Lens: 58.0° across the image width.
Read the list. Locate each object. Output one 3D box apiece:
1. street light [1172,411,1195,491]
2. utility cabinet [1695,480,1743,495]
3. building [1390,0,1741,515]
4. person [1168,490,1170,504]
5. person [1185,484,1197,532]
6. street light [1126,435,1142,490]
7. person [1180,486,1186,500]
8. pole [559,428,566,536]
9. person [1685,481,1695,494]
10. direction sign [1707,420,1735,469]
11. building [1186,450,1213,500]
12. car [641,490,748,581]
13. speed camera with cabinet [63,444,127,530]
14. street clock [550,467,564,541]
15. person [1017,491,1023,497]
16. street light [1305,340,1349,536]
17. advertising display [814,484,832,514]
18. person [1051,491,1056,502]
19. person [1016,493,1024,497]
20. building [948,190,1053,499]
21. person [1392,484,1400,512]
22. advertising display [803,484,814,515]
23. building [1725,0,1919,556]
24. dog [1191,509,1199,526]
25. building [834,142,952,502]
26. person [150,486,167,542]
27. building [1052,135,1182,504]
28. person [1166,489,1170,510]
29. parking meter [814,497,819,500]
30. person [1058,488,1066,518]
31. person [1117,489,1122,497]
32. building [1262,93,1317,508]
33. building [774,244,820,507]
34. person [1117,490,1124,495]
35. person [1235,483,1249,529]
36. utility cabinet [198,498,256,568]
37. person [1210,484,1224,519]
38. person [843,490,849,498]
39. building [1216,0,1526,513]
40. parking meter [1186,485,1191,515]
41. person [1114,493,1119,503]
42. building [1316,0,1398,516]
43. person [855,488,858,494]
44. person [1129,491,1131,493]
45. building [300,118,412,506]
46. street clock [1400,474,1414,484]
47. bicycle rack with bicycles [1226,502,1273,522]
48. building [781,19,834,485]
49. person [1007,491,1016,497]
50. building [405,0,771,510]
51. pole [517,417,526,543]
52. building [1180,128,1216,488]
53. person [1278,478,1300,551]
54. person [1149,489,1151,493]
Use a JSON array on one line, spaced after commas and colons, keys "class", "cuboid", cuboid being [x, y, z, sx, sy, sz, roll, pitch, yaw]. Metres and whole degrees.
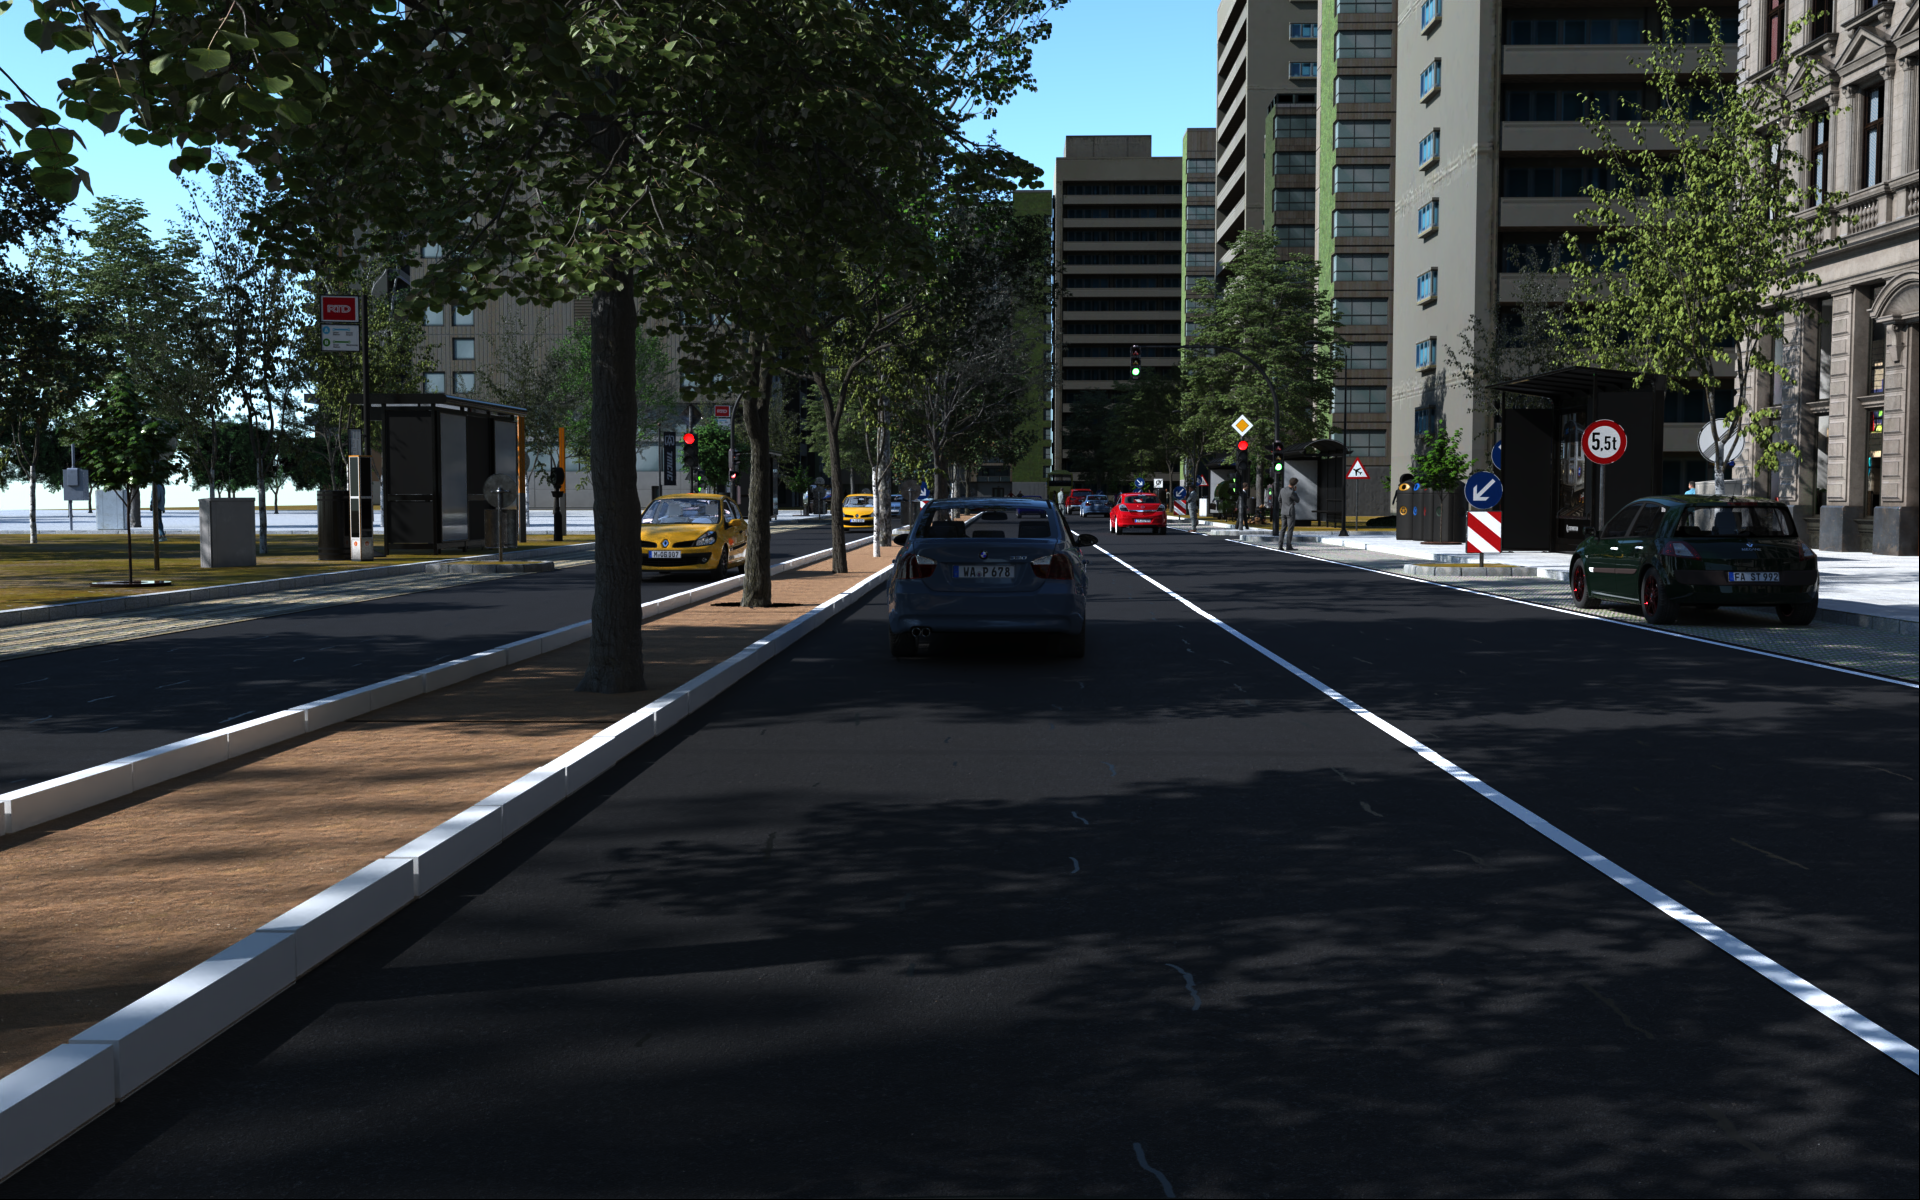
[{"class": "street light", "cuboid": [12.497, -7.573, 96.356, 1.470, 5.913, 1.316, 0, 4, 2]}, {"class": "utility cabinet", "cuboid": [11.885, -1.134, 27.216, 0.318, 1.500, 1.173, 0, 4, 3]}, {"class": "building", "cuboid": [31.521, -27.849, 79.034, 21.600, 48.544, 21.300, 0, 4, 2]}, {"class": "person", "cuboid": [20.752, -10.104, 171.970, 0.721, 1.735, 1.217, 2, 4, 30]}, {"class": "person", "cuboid": [8.716, -3.470, 65.410, 0.466, 1.800, 0.511, 1, 4, 11]}, {"class": "street light", "cuboid": [13.692, -9.998, 136.004, 1.470, 5.913, 1.316, 0, 4, 2]}, {"class": "person", "cuboid": [14.571, -6.543, 113.210, 0.537, 1.800, 0.526, 1, 4, 10]}, {"class": "pole", "cuboid": [-12.211, -3.632, 53.229, 0.158, 3.312, 0.155, 0, 3, 0]}, {"class": "person", "cuboid": [23.117, -2.836, 54.730, 0.748, 1.841, 0.638, -3, 5, -42]}, {"class": "direction sign", "cuboid": [23.376, -3.744, 53.210, 0.876, 3.537, 0.379, 0, 4, -6]}, {"class": "building", "cuboid": [35.527, -52.575, 172.272, 22.319, 86.520, 31.000, 0, 4, 2]}, {"class": "car", "cuboid": [-4.673, -1.203, 29.888, 2.015, 1.641, 3.980, 0, 4, 3]}, {"class": "speed camera with cabinet", "cuboid": [-30.712, -4.114, 61.600, 2.038, 3.252, 0.660, 0, 4, -7]}, {"class": "street clock", "cuboid": [-10.946, -2.603, 47.128, 0.358, 2.002, 0.471, -2, 4, -33]}, {"class": "person", "cuboid": [6.560, -11.040, 189.556, 0.990, 1.755, 0.434, 3, 5, 44]}, {"class": "street light", "cuboid": [11.128, -4.891, 52.514, 1.470, 5.913, 1.316, 0, 4, 2]}, {"class": "advertising display", "cuboid": [-8.824, -6.570, 112.636, 0.974, 1.923, 0.123, 0, 4, 3]}, {"class": "person", "cuboid": [8.049, -8.555, 149.096, 0.721, 1.735, 1.217, -1, 4, -12]}, {"class": "person", "cuboid": [7.138, -12.030, 205.192, 1.348, 1.823, 0.705, 0, 4, 0]}, {"class": "building", "cuboid": [5.425, -33.740, 235.249, 14.086, 41.232, 14.154, 0, 4, 2]}, {"class": "person", "cuboid": [20.010, -4.429, 78.886, 0.576, 1.772, 0.534, -3, 4, -37]}, {"class": "advertising display", "cuboid": [-9.920, -6.681, 114.452, 0.974, 1.923, 0.123, -1, 4, -23]}, {"class": "building", "cuboid": [24.157, -12.561, 34.255, 11.050, 23.489, 19.941, 0, 4, 2]}, {"class": "dog", "cuboid": [10.488, -3.740, 77.978, 0.513, 0.831, 0.800, 3, 5, 42]}, {"class": "building", "cuboid": [-15.162, -39.920, 241.931, 27.495, 52.752, 28.713, 0, 4, 2]}, {"class": "person", "cuboid": [-21.626, -2.475, 46.773, 0.793, 1.790, 0.793, 3, 5, 45]}, {"class": "building", "cuboid": [23.330, -37.499, 236.816, 21.600, 48.544, 21.300, 0, 4, 2]}, {"class": "person", "cuboid": [16.778, -8.202, 140.941, 1.217, 1.735, 0.721, 2, 4, 35]}, {"class": "parking meter", "cuboid": [-9.256, -6.345, 112.146, 0.372, 1.533, 0.369, 0, 3, 0]}, {"class": "person", "cuboid": [6.001, -5.726, 102.218, 0.391, 1.810, 0.635, -3, 4, -36]}, {"class": "person", "cuboid": [18.230, -11.690, 197.166, 0.705, 1.826, 1.348, -1, 4, -20]}, {"class": "building", "cuboid": [29.218, -21.803, 128.173, 14.160, 30.474, 14.107, 0, 4, 2]}, {"class": "building", "cuboid": [-21.705, -24.498, 172.243, 14.160, 30.474, 14.107, 0, 4, 2]}, {"class": "person", "cuboid": [19.650, -12.537, 211.109, 1.350, 1.814, 0.705, 0, 4, -5]}, {"class": "person", "cuboid": [10.434, -3.379, 63.522, 0.755, 1.850, 0.659, 1, 4, 11]}, {"class": "utility cabinet", "cuboid": [-12.949, -1.190, 30.622, 0.306, 1.237, 1.020, 1, 4, 23]}, {"class": "person", "cuboid": [13.093, -4.978, 87.552, 0.853, 1.813, 0.709, 2, 4, 34]}, {"class": "person", "cuboid": [-13.163, -11.870, 200.127, 1.348, 1.822, 0.705, 3, 5, 41]}, {"class": "building", "cuboid": [33.578, -32.008, 147.024, 21.300, 48.544, 21.600, 0, 4, 2]}, {"class": "parking meter", "cuboid": [14.098, -6.173, 106.637, 0.399, 1.863, 0.255, -1, 4, -12]}, {"class": "person", "cuboid": [15.458, -9.961, 172.124, 0.991, 1.433, 0.599, 3, 5, 42]}, {"class": "building", "cuboid": [28.747, -25.823, 105.793, 14.154, 41.232, 14.086, 0, 4, 2]}, {"class": "person", "cuboid": [-9.612, -9.323, 158.418, 1.348, 1.831, 0.705, 3, 4, 38]}, {"class": "person", "cuboid": [21.359, -12.763, 217.104, 0.705, 1.831, 1.348, -2, 4, -35]}, {"class": "building", "cuboid": [-65.815, -33.574, 199.049, 14.200, 45.320, 14.600, 0, 4, 2]}, {"class": "street clock", "cuboid": [15.760, -3.457, 61.091, 0.471, 2.002, 0.358, 0, 4, -7]}, {"class": "bicycle rack with bicycles", "cuboid": [13.526, -4.087, 80.210, 2.852, 0.926, 2.925, 1, 4, 19]}, {"class": "building", "cuboid": [-25.333, -46.216, 193.881, 20.611, 71.187, 20.563, 0, 4, 2]}, {"class": "person", "cuboid": [5.762, -11.411, 195.009, 1.348, 1.831, 0.705, -1, 4, -18]}, {"class": "building", "cuboid": [-30.389, -34.362, 151.053, 28.713, 52.752, 27.495, 0, 4, 2]}, {"class": "pole", "cuboid": [-11.576, -3.174, 45.741, 0.158, 3.312, 0.155, 0, 3, 0]}, {"class": "building", "cuboid": [31.941, -31.357, 196.273, 14.154, 41.232, 14.086, 0, 4, 2]}, {"class": "person", "cuboid": [8.328, -2.170, 43.793, 0.447, 1.846, 0.655, -2, 4, -32]}, {"class": "person", "cuboid": [21.130, -11.435, 193.092, 0.705, 1.812, 1.348, 2, 4, 28]}]
